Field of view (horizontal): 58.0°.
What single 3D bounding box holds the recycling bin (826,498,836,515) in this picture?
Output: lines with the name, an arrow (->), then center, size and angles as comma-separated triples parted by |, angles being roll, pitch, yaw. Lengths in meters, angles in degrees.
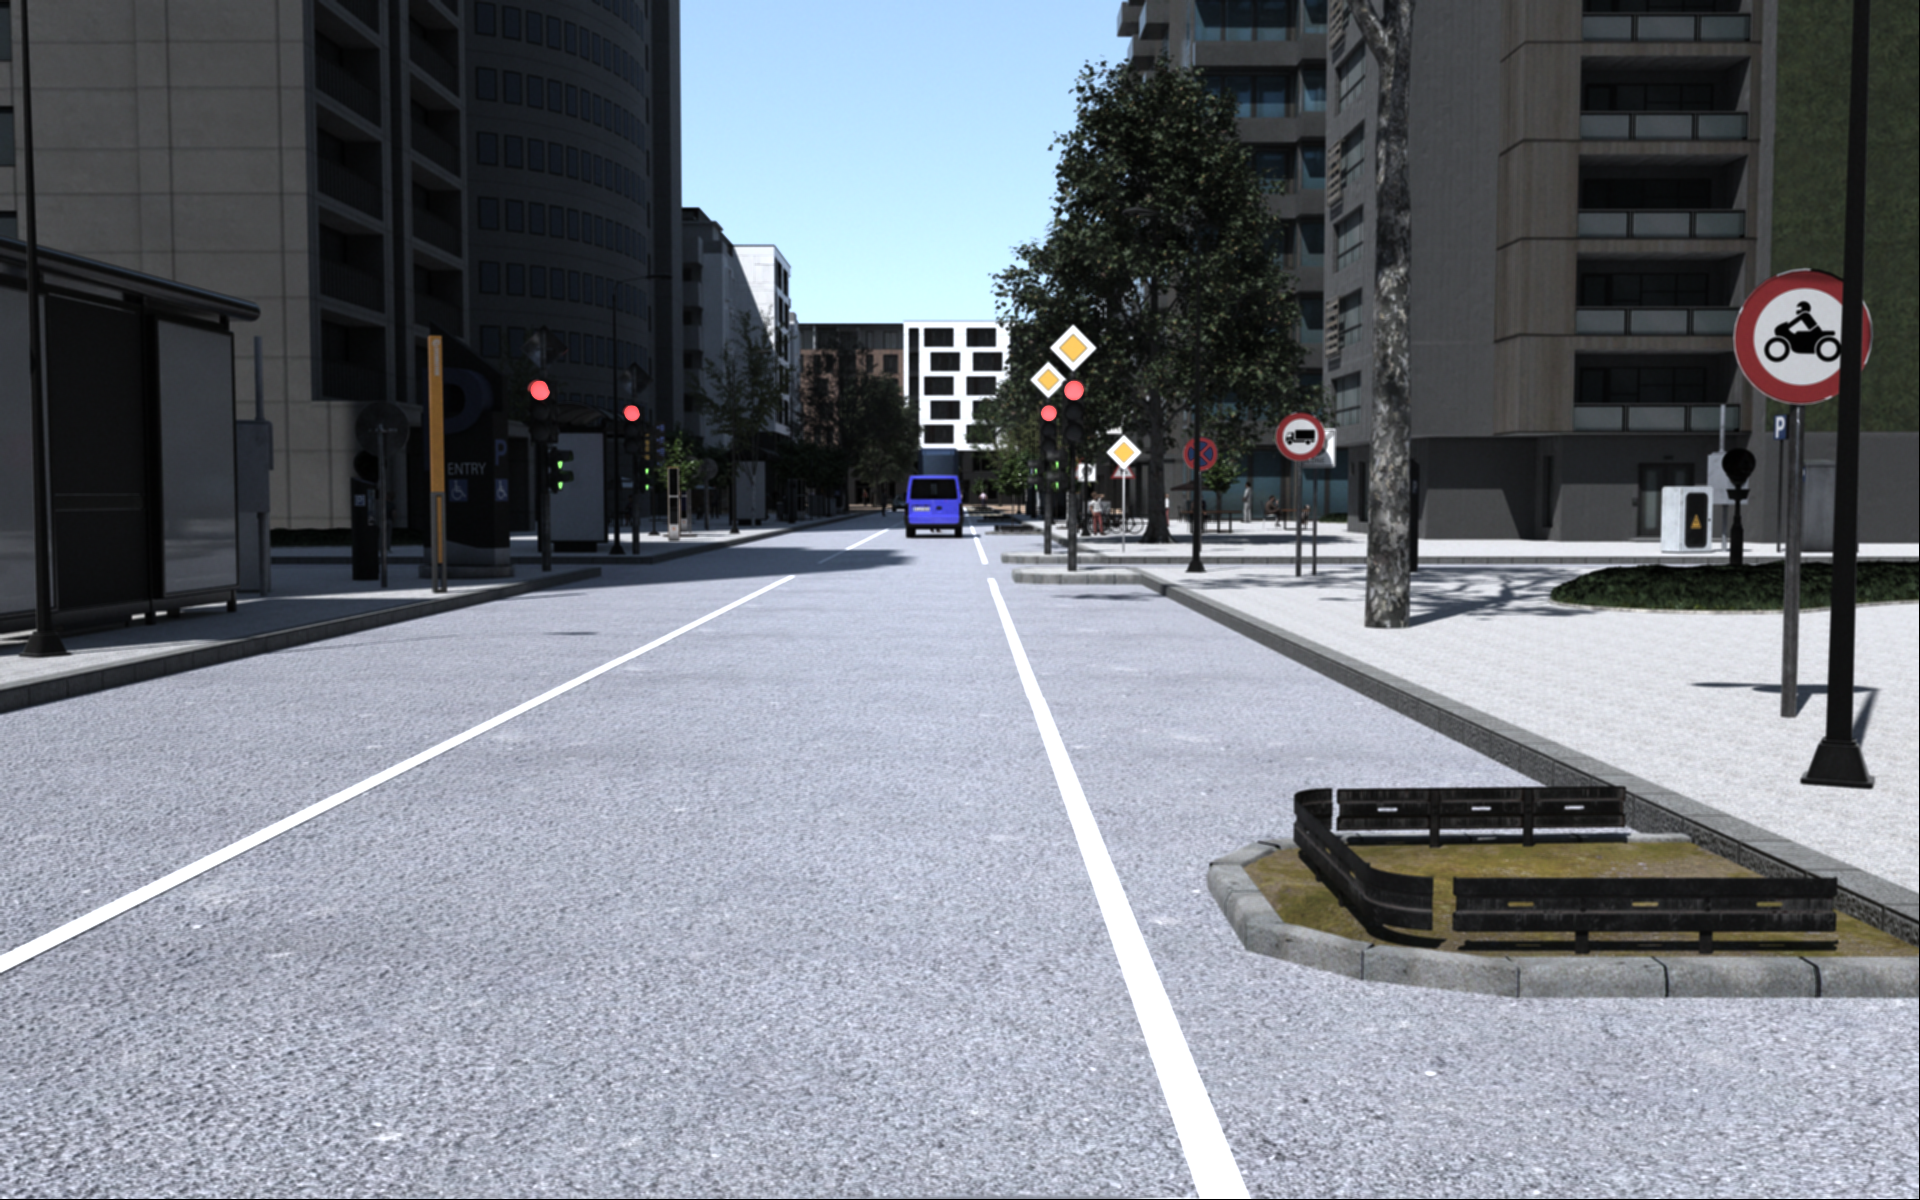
recycling bin -> -7.940, -5.633, 104.645 | 0.722, 1.027, 0.722 | -2, 4, -23

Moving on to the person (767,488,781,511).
person -> -14.062, -7.619, 131.128 | 1.217, 1.766, 0.721 | -3, 4, -39

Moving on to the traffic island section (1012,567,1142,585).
traffic island section -> 1.892, -0.403, 28.868 | 2.009, 0.180, 2.903 | 0, 3, 0

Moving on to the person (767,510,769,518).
person -> -10.169, -4.512, 90.288 | 0.357, 0.543, 0.381 | 2, 4, 28

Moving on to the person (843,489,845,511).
person -> -8.802, -7.728, 133.061 | 0.621, 1.740, 0.551 | -1, 4, -12

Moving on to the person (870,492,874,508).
person -> -7.911, -8.982, 156.152 | 0.557, 1.426, 1.065 | -1, 4, -15

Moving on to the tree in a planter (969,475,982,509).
tree in a planter -> 1.843, -10.294, 165.522 | 1.991, 3.239, 1.994 | 0, 3, 0

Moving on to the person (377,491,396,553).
person -> -12.451, -1.686, 37.513 | 0.435, 1.345, 0.340 | -2, 4, -25

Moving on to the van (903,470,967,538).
van -> -0.858, -3.312, 58.537 | 2.240, 2.365, 5.245 | 0, 4, 0

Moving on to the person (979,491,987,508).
person -> 2.146, -9.240, 160.511 | 0.756, 1.711, 0.436 | 0, 4, -8

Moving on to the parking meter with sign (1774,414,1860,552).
parking meter with sign -> 18.872, -2.560, 38.123 | 1.738, 3.016, 0.543 | 0, 4, -2

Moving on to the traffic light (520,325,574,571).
traffic light -> -6.870, -2.435, 28.735 | 0.839, 4.253, 0.868 | 0, 3, 0

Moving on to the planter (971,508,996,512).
planter -> 1.844, -7.188, 138.667 | 1.991, 0.319, 1.994 | 0, 3, 0

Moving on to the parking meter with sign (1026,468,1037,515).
parking meter with sign -> 4.383, -6.700, 105.808 | 0.543, 3.016, 1.738 | 1, 4, 14

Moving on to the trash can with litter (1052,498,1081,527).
trash can with litter -> 4.408, -3.451, 67.484 | 1.678, 1.210, 2.233 | 0, 4, 3

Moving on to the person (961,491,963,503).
person -> 0.068, -8.583, 149.776 | 0.756, 1.711, 0.436 | 1, 4, 14

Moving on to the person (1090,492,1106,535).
person -> 4.310, -2.697, 54.042 | 0.435, 1.345, 0.340 | -1, 4, -21

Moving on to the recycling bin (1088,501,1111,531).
recycling bin -> 4.820, -2.965, 61.029 | 0.722, 1.027, 0.722 | -3, 4, -38

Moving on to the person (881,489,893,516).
person -> -4.731, -6.309, 112.188 | 0.750, 1.759, 0.617 | 0, 3, 0

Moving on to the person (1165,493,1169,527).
person -> 8.125, -3.573, 68.363 | 0.435, 1.345, 0.340 | 3, 5, 41

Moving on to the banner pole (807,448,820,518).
banner pole -> -7.692, -6.210, 91.548 | 0.863, 3.779, 0.401 | 1, 4, 11

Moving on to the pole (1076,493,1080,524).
pole -> 5.091, -4.969, 75.083 | 0.158, 3.312, 0.155 | 0, 3, 0

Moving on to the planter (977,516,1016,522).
planter -> 1.866, -4.163, 89.206 | 1.991, 0.319, 1.994 | 0, 3, 0

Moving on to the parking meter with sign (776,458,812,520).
parking meter with sign -> -8.131, -5.426, 84.968 | 1.738, 3.016, 0.543 | 0, 4, -1

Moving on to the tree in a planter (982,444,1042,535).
tree in a planter -> 1.878, -3.931, 61.498 | 1.991, 3.239, 1.994 | 0, 3, 0

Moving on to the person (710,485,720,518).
person -> -12.890, -5.185, 91.348 | 0.617, 1.759, 0.750 | -1, 4, -21

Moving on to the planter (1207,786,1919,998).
planter -> 1.890, 0.932, 5.909 | 1.991, 0.319, 1.994 | 0, 3, 0

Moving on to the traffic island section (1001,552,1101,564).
traffic island section -> 1.889, -0.891, 36.853 | 2.009, 0.180, 2.903 | 0, 3, 0

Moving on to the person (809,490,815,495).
person -> -15.233, -10.481, 178.345 | 0.756, 1.711, 0.436 | 2, 4, 29

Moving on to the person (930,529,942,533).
person -> -0.853, -3.308, 64.547 | 0.435, 1.587, 0.963 | -2, 4, -35

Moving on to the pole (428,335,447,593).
pole -> -6.764, -1.747, 22.408 | 0.158, 3.312, 0.155 | 0, 3, 0

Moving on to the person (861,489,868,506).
person -> -10.302, -11.118, 187.778 | 0.705, 1.831, 1.348 | -2, 4, -32

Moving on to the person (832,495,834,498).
person -> -13.132, -10.813, 182.821 | 0.705, 1.826, 1.348 | 2, 4, 23

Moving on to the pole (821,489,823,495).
pole -> -8.934, -7.256, 112.485 | 0.158, 3.312, 0.155 | 0, 3, 0

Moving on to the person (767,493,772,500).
person -> -13.181, -6.684, 115.312 | 1.348, 1.826, 0.705 | 0, 4, 7

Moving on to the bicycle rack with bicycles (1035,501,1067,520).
bicycle rack with bicycles -> 5.106, -4.580, 88.261 | 2.925, 0.926, 2.852 | -1, 4, -9

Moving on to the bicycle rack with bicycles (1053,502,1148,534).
bicycle rack with bicycles -> 4.835, -2.629, 56.362 | 2.925, 0.926, 2.852 | -1, 4, -20

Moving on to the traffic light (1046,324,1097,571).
traffic light -> 1.852, -2.436, 28.754 | 0.839, 4.253, 0.868 | 0, 3, 0

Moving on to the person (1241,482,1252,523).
person -> 12.830, -4.363, 77.522 | 0.789, 1.805, 0.875 | 3, 4, 38

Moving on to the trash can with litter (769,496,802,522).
trash can with litter -> -8.154, -4.239, 80.359 | 1.678, 1.210, 2.233 | -1, 4, -10

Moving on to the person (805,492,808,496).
person -> -12.671, -8.150, 139.253 | 1.348, 1.831, 0.705 | 0, 4, 2
